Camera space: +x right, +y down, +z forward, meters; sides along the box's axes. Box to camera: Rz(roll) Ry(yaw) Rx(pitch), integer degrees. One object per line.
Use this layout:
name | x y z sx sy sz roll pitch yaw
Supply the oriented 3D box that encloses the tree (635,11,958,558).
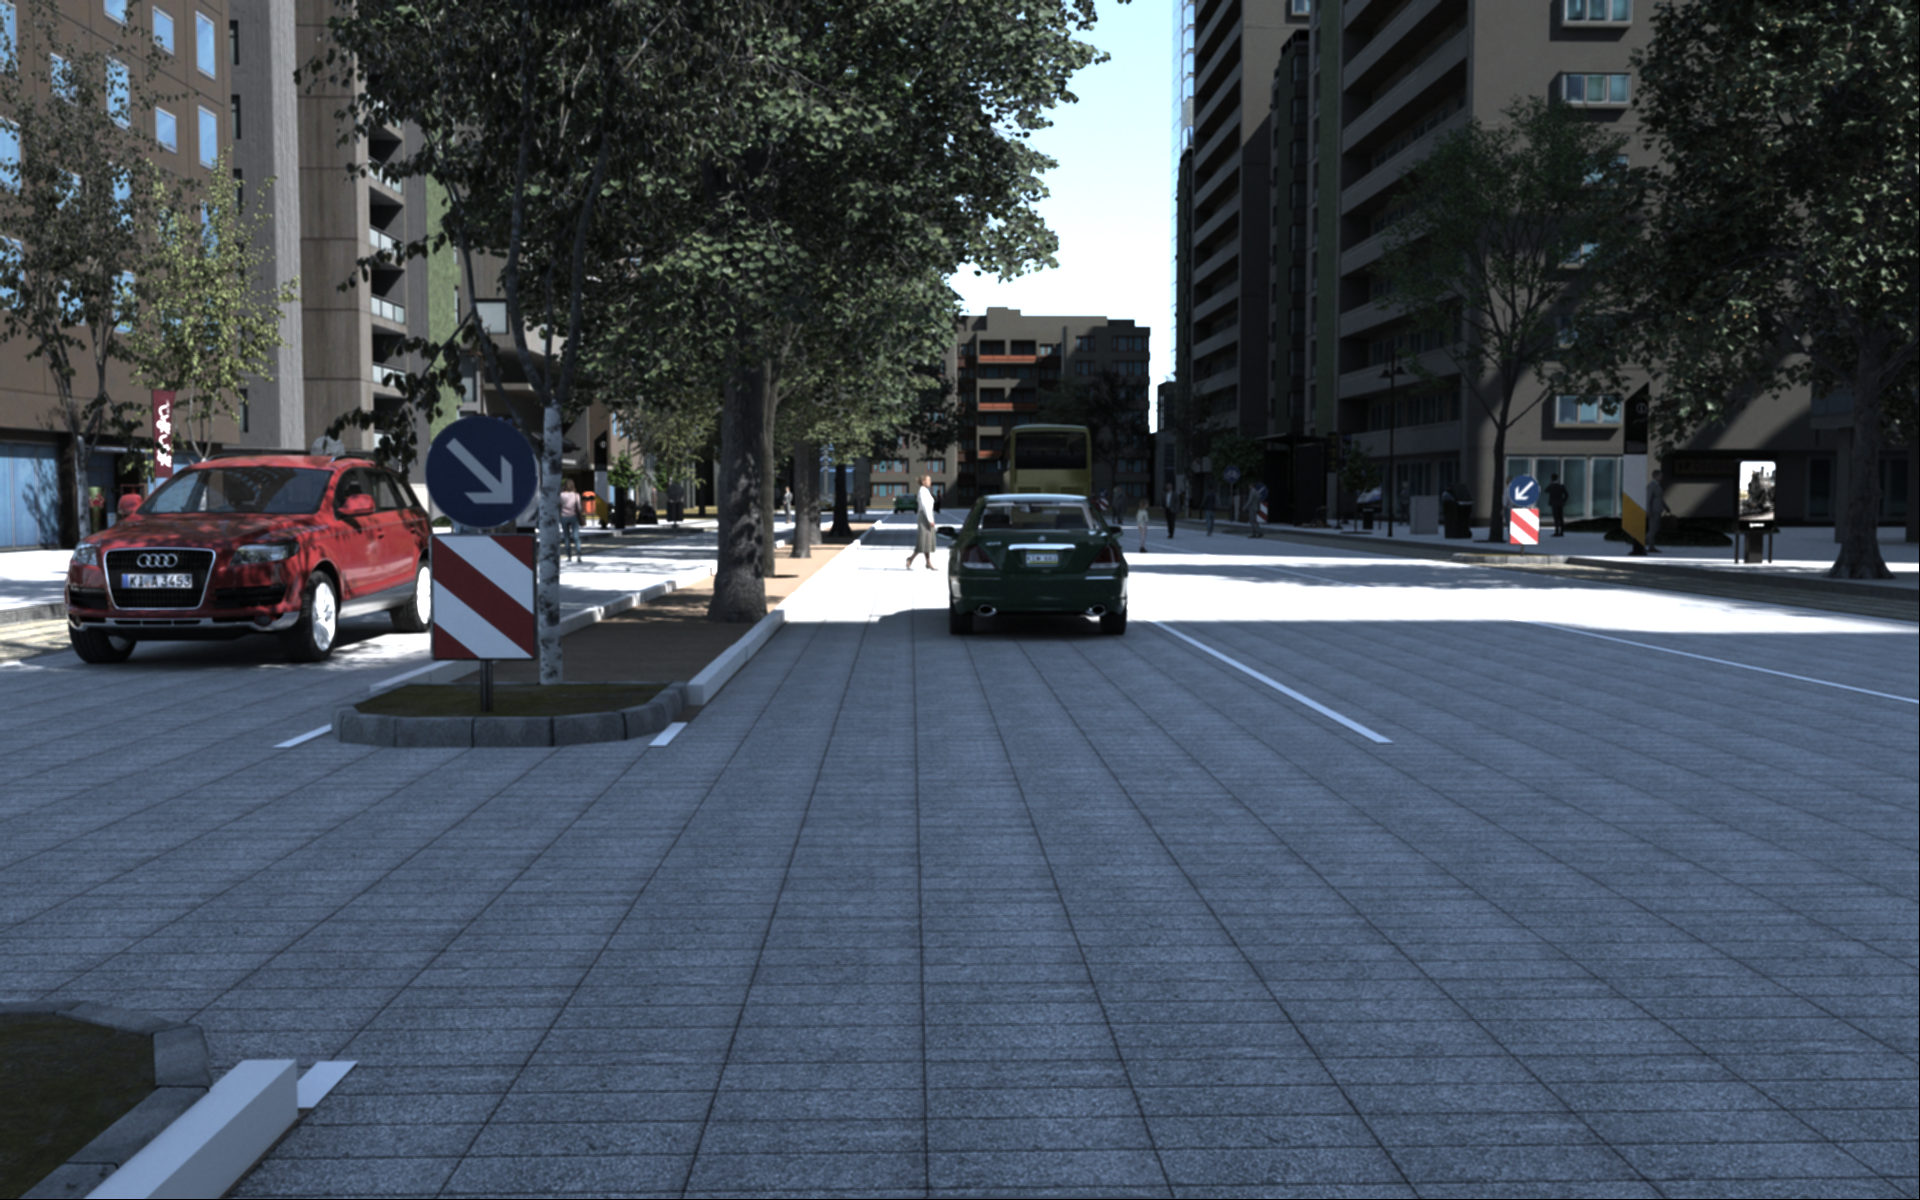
tree | -3.648 -7.218 38.606 7.486 12.596 7.792 0 3 0

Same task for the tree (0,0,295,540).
tree | -11.947 -4.450 23.114 4.360 8.622 3.978 0 3 0

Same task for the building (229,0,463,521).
building | -28.073 -23.396 66.124 14.154 41.232 14.086 0 4 -2

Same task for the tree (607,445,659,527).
tree | -13.184 -4.507 68.283 1.663 3.219 1.824 0 3 0

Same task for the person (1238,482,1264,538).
person | 9.459 -2.898 56.006 0.853 1.813 0.709 2 4 29

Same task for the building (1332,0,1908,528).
building | 29.710 -27.641 75.636 21.300 48.544 21.600 0 4 -2

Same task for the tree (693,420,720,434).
tree | -15.016 -13.341 128.493 12.009 13.543 11.850 0 3 0

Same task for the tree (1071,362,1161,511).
tree | 10.676 -11.538 123.053 7.601 10.594 8.767 -1 4 -21

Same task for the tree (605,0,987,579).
tree | -3.234 -6.174 29.158 9.928 11.665 9.643 0 3 0

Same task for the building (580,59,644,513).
building | -30.217 -28.760 120.337 14.600 45.320 14.200 0 4 -2

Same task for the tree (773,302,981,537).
tree | -4.033 -8.483 58.164 9.611 12.733 9.660 0 3 0

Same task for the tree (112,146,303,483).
tree | -16.304 -5.309 37.172 4.737 8.622 4.395 0 3 0

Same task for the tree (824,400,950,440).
tree | -4.549 -8.003 67.718 8.767 10.594 7.601 0 4 -2

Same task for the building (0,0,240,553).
building | -27.271 -23.908 40.999 14.600 45.320 14.200 0 4 -2

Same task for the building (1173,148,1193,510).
building | 25.179 -22.999 147.733 14.160 30.474 14.107 0 4 -2

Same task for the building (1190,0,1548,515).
building | 29.668 -30.931 129.424 21.300 48.544 21.600 0 4 -2

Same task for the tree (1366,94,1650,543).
tree | 14.306 -7.318 45.407 9.928 11.665 9.643 0 3 0

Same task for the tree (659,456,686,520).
tree | -14.808 -5.682 87.501 1.663 3.219 1.824 0 3 0

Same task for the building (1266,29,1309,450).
building | 26.972 -20.809 111.934 14.160 30.474 14.107 0 4 -2

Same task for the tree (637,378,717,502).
tree | -13.727 -8.086 82.570 4.737 8.622 4.395 0 3 0

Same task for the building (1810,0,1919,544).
building | 34.268 -20.986 35.009 23.993 40.220 32.217 0 4 -2

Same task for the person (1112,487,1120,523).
person | 7.697 -4.643 84.593 0.526 1.800 0.537 0 4 -8

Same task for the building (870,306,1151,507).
building | 4.796 -21.220 191.989 28.899 21.520 27.650 0 4 -2

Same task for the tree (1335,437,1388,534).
tree | 12.728 -3.755 55.996 1.663 3.219 1.824 0 3 0

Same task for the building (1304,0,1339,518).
building | 26.640 -25.277 96.880 14.154 41.232 14.086 0 4 -2

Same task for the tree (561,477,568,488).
tree | -20.108 -5.538 85.148 1.663 3.219 1.824 0 3 0

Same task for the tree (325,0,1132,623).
tree | -2.506 -6.729 19.130 9.857 13.997 8.962 0 3 0

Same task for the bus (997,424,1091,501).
bus | 2.839 -4.175 59.801 2.896 3.916 12.252 0 4 0

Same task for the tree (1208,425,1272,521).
tree | 13.254 -6.017 82.093 4.285 4.588 4.351 0 3 0

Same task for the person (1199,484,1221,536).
person | 8.581 -3.084 59.278 0.623 1.781 0.721 -2 4 -30

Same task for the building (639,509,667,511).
building | -38.818 -50.619 140.295 31.000 86.520 22.319 0 4 -2

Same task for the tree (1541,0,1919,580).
tree | 13.857 -6.669 26.054 9.611 12.733 9.660 0 3 0

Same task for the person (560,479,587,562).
person | -8.186 -1.680 36.559 0.593 1.750 0.643 -1 4 -10

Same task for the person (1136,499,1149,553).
person | 4.496 -1.813 42.423 0.394 1.301 0.425 -3 5 -44

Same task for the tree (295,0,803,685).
tree | -2.788 -3.601 11.698 4.360 8.622 3.978 0 3 0

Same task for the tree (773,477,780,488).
tree | -16.312 -9.374 147.869 1.663 3.219 1.824 0 3 0

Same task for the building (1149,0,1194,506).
building | 35.372 -53.530 187.884 31.000 86.520 22.319 0 4 -2

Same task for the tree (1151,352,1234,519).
tree | 12.140 -8.569 90.466 4.360 8.622 3.978 0 3 0

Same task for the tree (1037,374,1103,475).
tree | 10.173 -15.018 163.665 7.486 12.596 7.792 0 3 0

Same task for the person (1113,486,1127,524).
person | 7.598 -4.507 82.297 0.694 1.812 0.767 1 4 15

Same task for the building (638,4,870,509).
building | -25.071 -53.447 186.526 31.000 86.520 22.319 0 4 -2

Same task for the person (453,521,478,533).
person | -6.683 -0.893 23.368 0.793 1.790 0.793 -2 4 -34

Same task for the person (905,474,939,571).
person | -0.722 -1.448 32.400 0.641 1.798 0.478 1 4 12

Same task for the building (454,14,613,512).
building | -35.790 -31.186 99.133 28.713 52.752 27.495 0 4 -2

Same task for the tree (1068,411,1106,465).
tree | 10.299 -12.029 147.042 4.360 8.622 3.978 0 3 0
